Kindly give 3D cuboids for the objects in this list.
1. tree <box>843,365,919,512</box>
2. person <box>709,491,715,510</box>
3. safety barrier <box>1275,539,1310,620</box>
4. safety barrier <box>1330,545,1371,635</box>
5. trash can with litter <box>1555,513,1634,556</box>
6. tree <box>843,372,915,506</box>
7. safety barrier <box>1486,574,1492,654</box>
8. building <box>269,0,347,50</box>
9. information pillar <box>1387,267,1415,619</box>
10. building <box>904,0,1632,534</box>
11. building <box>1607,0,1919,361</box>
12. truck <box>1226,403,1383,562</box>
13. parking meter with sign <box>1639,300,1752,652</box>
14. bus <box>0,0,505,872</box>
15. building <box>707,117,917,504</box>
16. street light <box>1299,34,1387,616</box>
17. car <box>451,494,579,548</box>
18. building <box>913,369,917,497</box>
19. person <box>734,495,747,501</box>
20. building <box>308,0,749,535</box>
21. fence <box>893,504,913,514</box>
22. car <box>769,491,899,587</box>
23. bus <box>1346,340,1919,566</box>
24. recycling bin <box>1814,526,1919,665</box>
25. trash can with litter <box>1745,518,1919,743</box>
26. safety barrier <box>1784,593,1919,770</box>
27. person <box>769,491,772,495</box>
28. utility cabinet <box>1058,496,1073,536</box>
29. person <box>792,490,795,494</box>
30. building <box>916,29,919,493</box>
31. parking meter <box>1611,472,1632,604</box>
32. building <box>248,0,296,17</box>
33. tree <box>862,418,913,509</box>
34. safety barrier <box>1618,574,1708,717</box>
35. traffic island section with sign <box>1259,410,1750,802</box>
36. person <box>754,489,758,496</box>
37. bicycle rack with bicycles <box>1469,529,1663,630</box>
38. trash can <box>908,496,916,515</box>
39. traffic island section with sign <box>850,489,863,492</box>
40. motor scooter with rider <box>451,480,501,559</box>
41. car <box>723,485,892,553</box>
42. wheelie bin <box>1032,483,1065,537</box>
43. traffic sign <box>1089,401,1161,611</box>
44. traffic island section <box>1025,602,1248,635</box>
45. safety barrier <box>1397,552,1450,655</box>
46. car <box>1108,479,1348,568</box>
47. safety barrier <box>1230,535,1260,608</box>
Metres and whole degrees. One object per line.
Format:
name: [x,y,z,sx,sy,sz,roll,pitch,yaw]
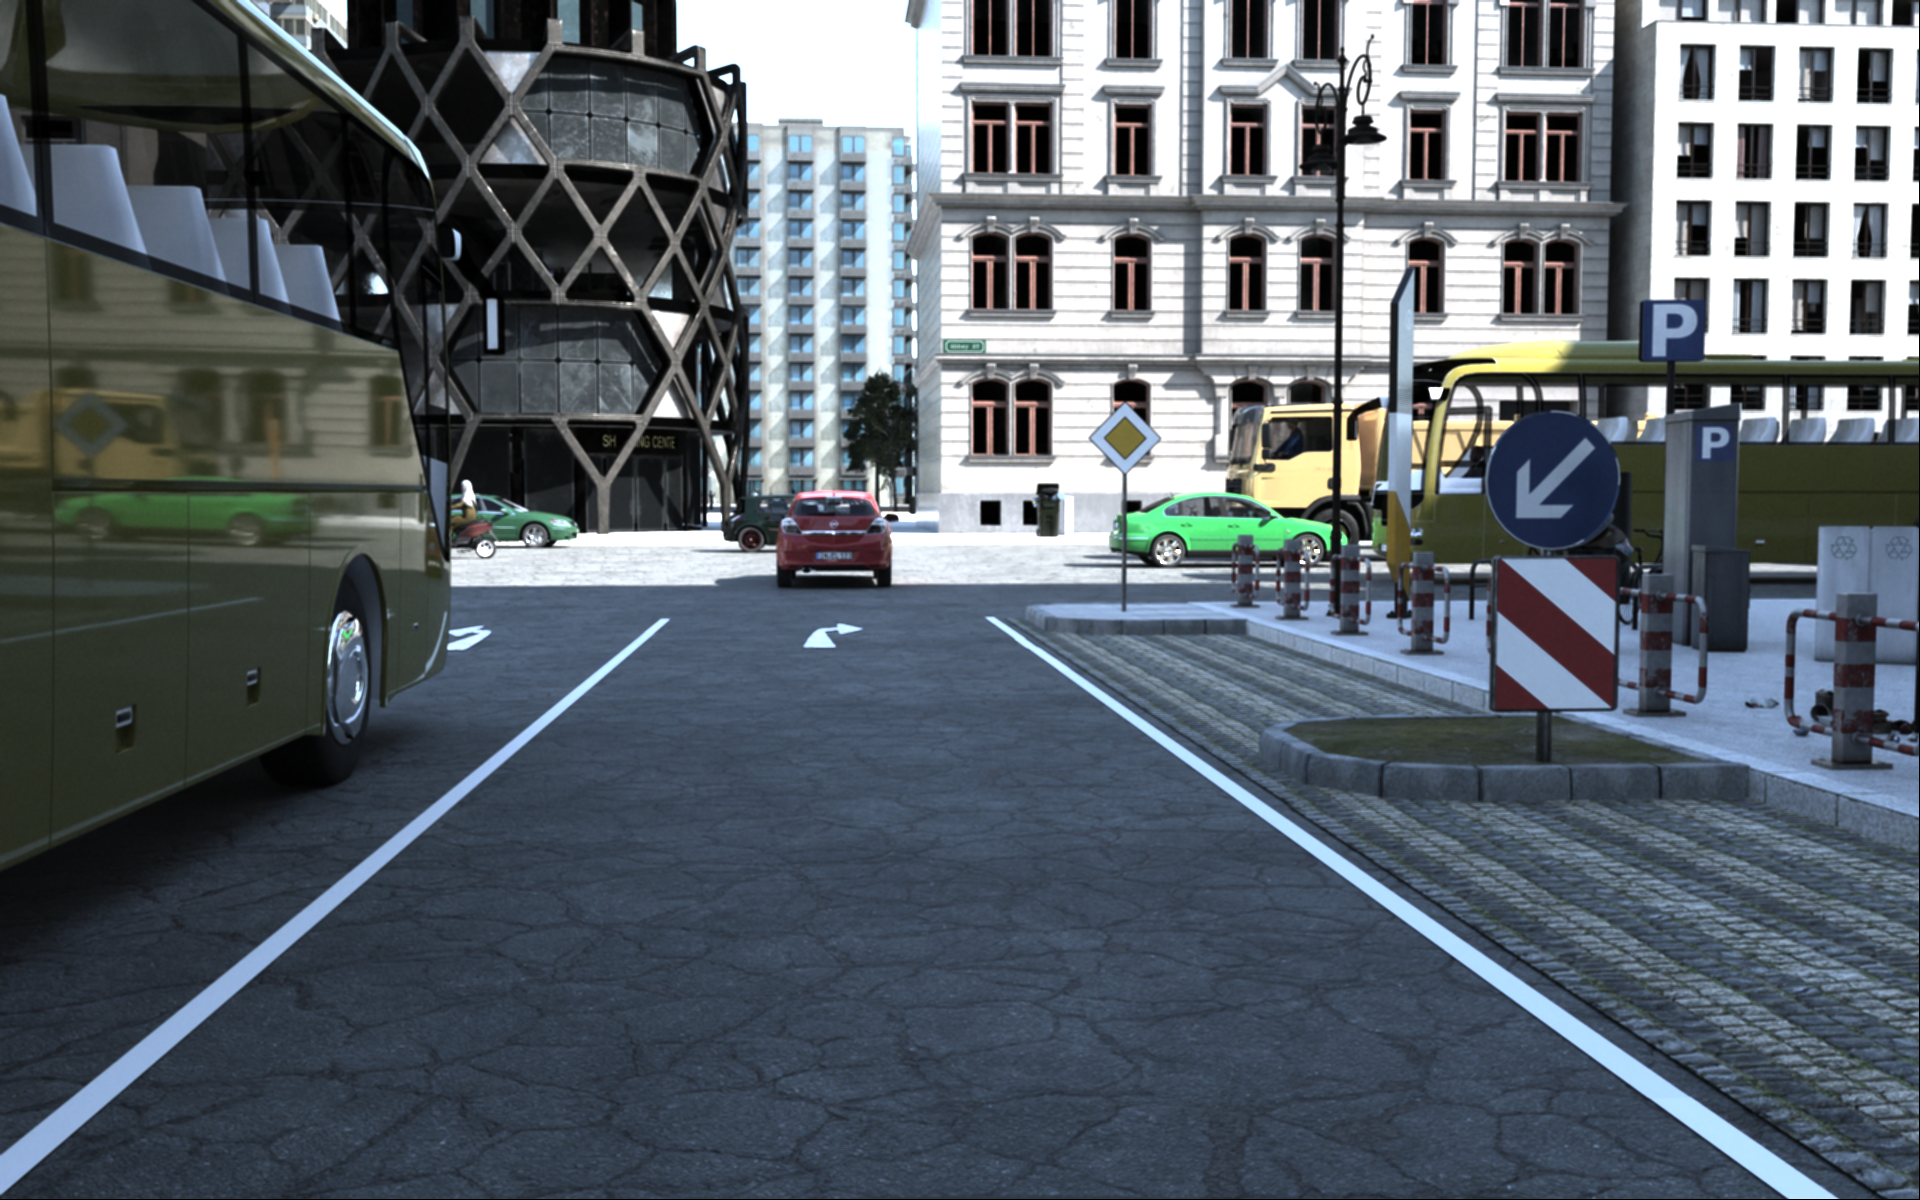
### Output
tree: [-5.027,-11.737,126.316,7.601,10.594,8.767,0,4,-3]
person: [-22.448,-9.041,157.121,0.742,1.727,0.445,2,4,24]
safety barrier: [3.397,-0.210,17.706,0.300,0.817,1.120,0,4,-5]
safety barrier: [3.556,-0.093,15.795,0.300,0.817,1.120,0,4,-5]
trash can with litter: [4.832,-0.152,13.868,1.055,1.170,0.624,-2,4,-35]
tree: [-8.341,-16.618,179.126,7.806,13.903,7.818,0,3,0]
safety barrier: [3.871,0.141,11.974,0.300,0.817,1.120,0,4,-5]
building: [-55.629,-28.212,153.140,23.993,40.220,32.217,0,4,-5]
information pillar: [4.535,-1.618,17.817,0.183,3.616,0.504,2,4,34]
building: [9.880,-16.789,61.889,23.554,28.519,14.401,0,4,-5]
building: [30.291,-12.661,61.766,16.860,20.320,10.420,0,4,-5]
truck: [9.912,-2.558,37.744,9.791,3.379,3.469,0,4,-3]
parking meter with sign: [6.322,-1.135,14.824,0.543,3.016,1.738,0,4,5]
bus: [-4.003,-0.837,5.231,2.896,3.916,12.252,0,4,-4]
building: [-20.452,-36.909,223.077,30.456,49.044,23.786,0,4,-5]
street light: [3.951,-2.770,18.071,0.468,5.910,1.993,0,4,-5]
car: [-12.740,-2.126,46.558,4.920,1.459,2.131,0,4,-3]
building: [9.001,-23.481,228.957,28.899,21.520,27.650,0,4,-5]
person: [-16.899,-7.712,134.599,1.348,1.822,0.705,1,4,9]
building: [-15.927,-11.867,61.480,16.811,18.784,16.820,0,4,-5]
fence: [-3.359,-5.620,107.259,2.069,0.683,0.278,3,4,36]
car: [-2.046,-1.171,28.189,2.155,1.783,4.494,0,4,-4]
bus: [12.773,-2.260,28.504,12.252,3.916,2.896,0,4,-4]
recycling bin: [7.037,-0.052,13.403,0.722,1.027,0.722,2,4,27]
trash can with litter: [5.233,0.100,9.415,1.678,1.210,2.233,-1,4,-10]
safety barrier: [4.194,0.376,8.123,0.300,0.817,1.120,0,4,-5]
person: [-21.991,-11.768,201.429,1.217,1.766,0.721,-1,4,-13]
utility cabinet: [3.218,-2.607,53.794,0.306,1.237,1.020,-1,4,-16]
person: [-16.905,-10.226,175.333,0.705,1.869,1.348,-3,4,-38]
building: [6.425,-37.796,159.971,21.231,58.520,28.212,0,4,-5]
parking meter: [7.664,-0.727,20.295,0.372,1.533,0.369,0,3,0]
building: [-40.266,-13.811,59.097,30.059,22.955,16.112,0,4,-5]
tree: [-6.106,-12.027,147.008,4.737,8.622,4.395,0,3,0]
safety barrier: [4.035,0.259,10.040,0.300,0.817,1.120,0,4,-5]
traffic island section with sign: [2.642,-0.021,8.976,1.989,1.847,2.006,0,4,-5]
person: [-14.577,-7.072,124.205,0.705,1.814,1.350,1,4,12]
bicycle rack with bicycles: [6.685,-0.259,17.615,2.925,0.926,2.852,-3,5,-40]
trash can: [-2.887,-5.940,108.777,0.748,1.137,0.748,0,3,0]
traffic island section with sign: [-10.617,-9.777,168.485,1.989,1.847,2.006,0,4,-5]
motor scooter with rider: [-11.204,-1.804,38.465,1.986,1.779,0.876,0,4,-3]
car: [-3.791,-2.041,43.154,4.222,1.686,2.009,0,4,-4]
wheelie bin: [2.655,-2.673,51.603,0.980,1.594,0.693,0,4,-5]
traffic sign: [1.790,-0.932,18.881,0.795,2.450,0.064,0,4,-5]
traffic island section: [1.812,0.203,18.960,2.009,0.180,2.903,0,4,-5]
safety barrier: [3.710,0.024,13.885,0.300,0.817,1.120,0,4,-5]
car: [5.316,-1.566,34.403,4.718,1.807,1.959,0,4,-4]
safety barrier: [3.233,-0.328,19.630,0.300,0.817,1.120,0,4,-5]
